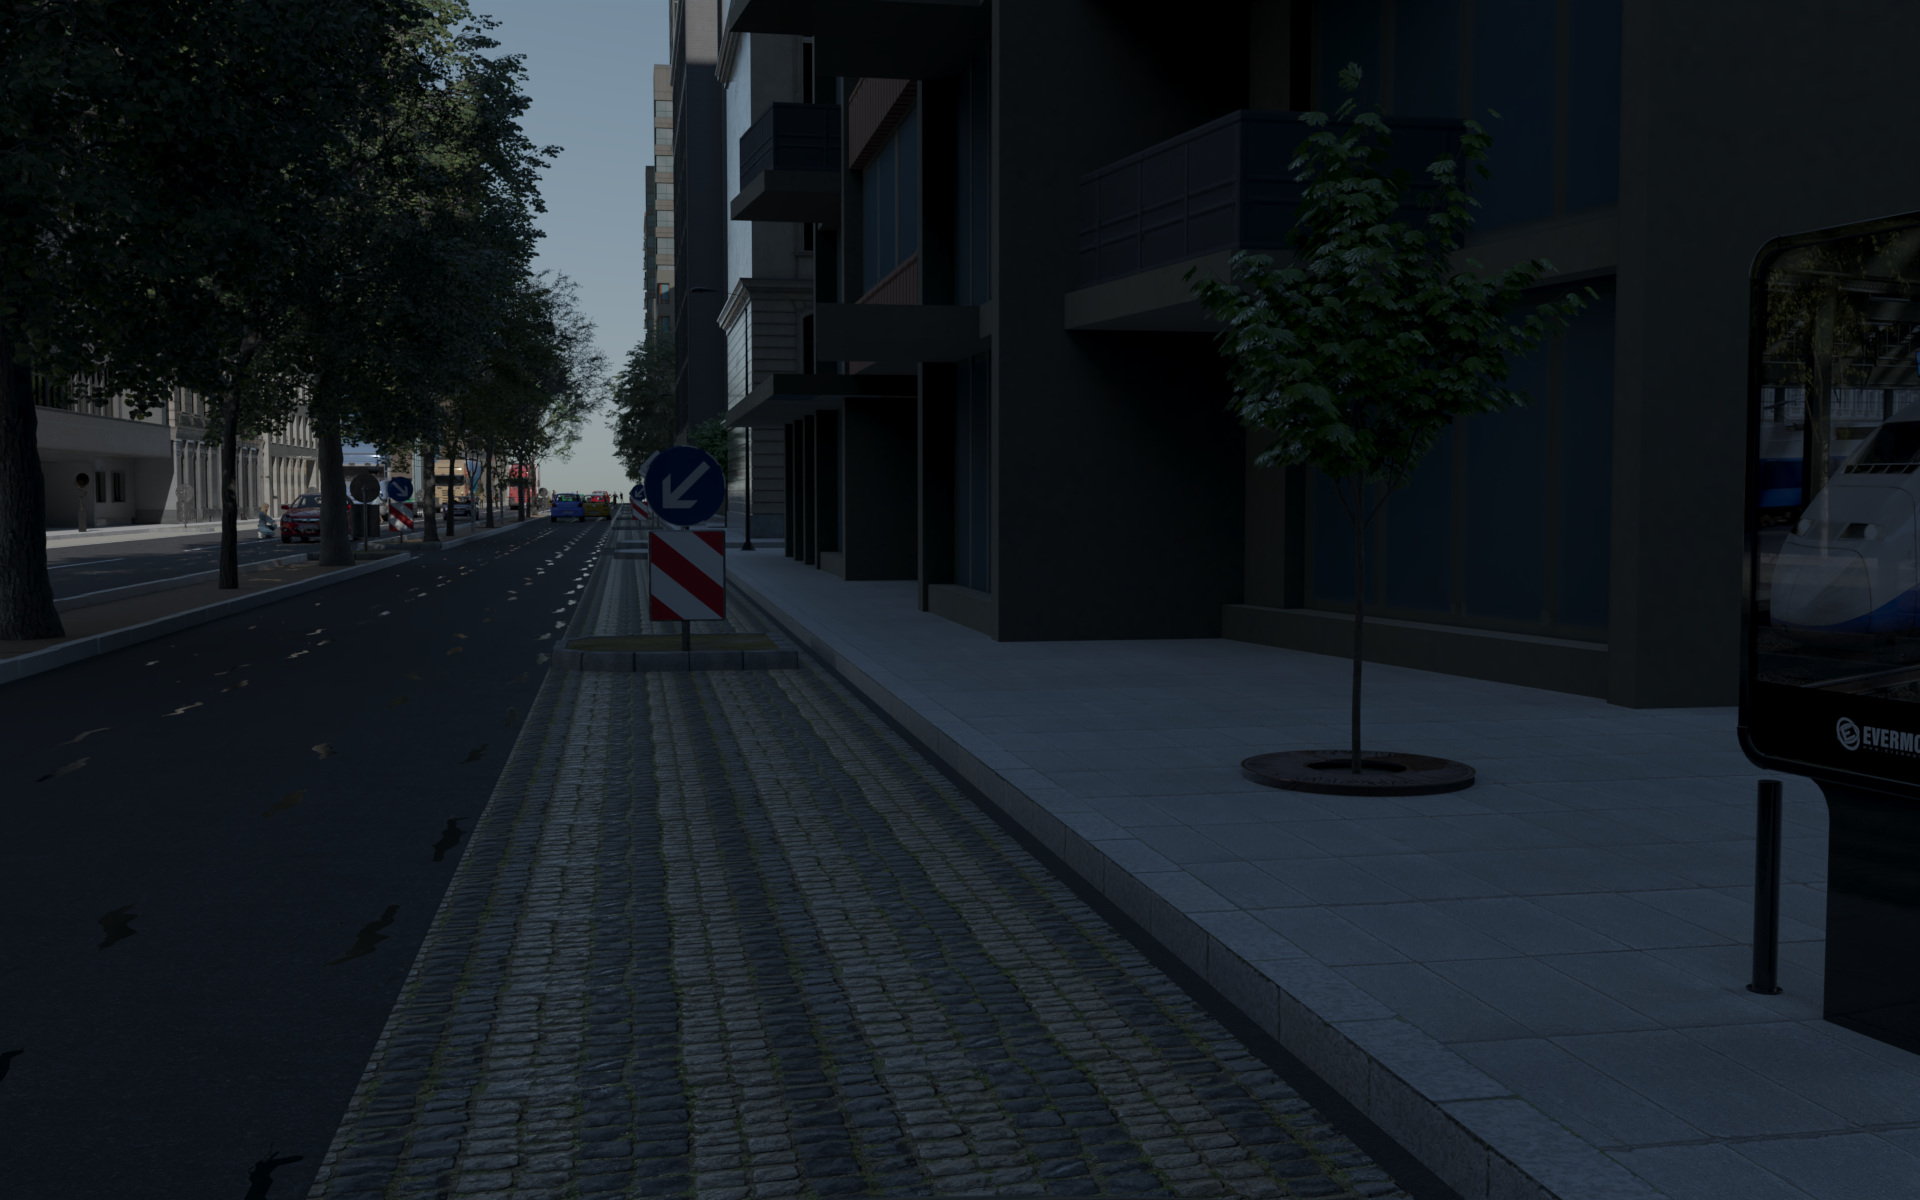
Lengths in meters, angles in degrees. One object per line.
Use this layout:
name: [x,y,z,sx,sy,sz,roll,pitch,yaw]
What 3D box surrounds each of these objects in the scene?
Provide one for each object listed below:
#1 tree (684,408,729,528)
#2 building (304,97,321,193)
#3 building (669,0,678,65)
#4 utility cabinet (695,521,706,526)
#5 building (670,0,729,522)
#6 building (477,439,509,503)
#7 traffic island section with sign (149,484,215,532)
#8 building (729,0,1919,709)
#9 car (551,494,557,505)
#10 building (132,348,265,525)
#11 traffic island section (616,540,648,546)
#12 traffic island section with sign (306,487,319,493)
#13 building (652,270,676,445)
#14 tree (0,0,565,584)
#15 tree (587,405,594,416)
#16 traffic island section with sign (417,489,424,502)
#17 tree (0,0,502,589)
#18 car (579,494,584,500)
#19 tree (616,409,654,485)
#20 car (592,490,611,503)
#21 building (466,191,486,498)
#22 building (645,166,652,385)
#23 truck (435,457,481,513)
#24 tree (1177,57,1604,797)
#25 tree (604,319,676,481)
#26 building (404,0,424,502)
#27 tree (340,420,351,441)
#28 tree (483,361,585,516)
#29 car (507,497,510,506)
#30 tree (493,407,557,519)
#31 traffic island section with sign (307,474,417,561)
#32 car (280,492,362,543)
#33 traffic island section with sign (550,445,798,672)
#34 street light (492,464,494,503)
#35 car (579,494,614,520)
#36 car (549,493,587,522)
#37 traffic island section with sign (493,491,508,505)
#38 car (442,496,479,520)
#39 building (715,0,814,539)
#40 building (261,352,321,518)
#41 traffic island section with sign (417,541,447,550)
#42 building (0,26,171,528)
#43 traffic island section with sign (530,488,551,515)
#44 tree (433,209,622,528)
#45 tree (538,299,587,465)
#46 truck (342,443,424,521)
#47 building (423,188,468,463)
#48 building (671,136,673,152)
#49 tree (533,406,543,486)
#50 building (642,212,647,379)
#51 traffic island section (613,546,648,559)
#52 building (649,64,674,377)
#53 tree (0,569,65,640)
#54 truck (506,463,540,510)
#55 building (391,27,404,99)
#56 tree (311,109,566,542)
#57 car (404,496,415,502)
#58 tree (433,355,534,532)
tree: [-9.068,-5.057,66.398,4.285,4.588,4.351,0,3,0]
building: [-59.916,-26.537,125.759,32.217,40.220,23.993,-1,4,-11]
building: [-22.770,-45.755,186.347,20.563,71.187,20.611,-1,4,-11]
utility cabinet: [-10.693,-3.578,69.658,0.306,1.237,1.020,3,5,42]
building: [-7.000,-17.959,87.143,14.314,27.812,24.014,-1,4,-11]
building: [-81.511,-25.010,253.945,27.650,21.520,28.899,-1,4,-11]
traffic island section with sign: [-29.284,-3.465,65.286,1.989,1.847,2.006,-1,4,-11]
building: [8.216,-22.567,23.593,22.147,44.769,28.867,-1,4,-11]
car: [-51.933,-13.099,223.754,1.945,1.707,3.694,-1,4,-11]
building: [-39.314,-14.150,80.505,9.793,20.994,18.267,-1,4,-11]
traffic island section: [-8.303,-1.511,46.984,2.009,0.180,2.903,-1,4,-11]
traffic island section with sign: [-34.386,-5.094,91.909,1.989,1.847,2.006,-1,4,-11]
building: [-12.424,-18.675,150.368,27.650,21.520,28.899,-1,4,-11]
tree: [-12.384,-7.636,33.968,9.857,13.997,8.962,0,3,0]
tree: [-26.384,-10.302,105.310,8.767,10.594,7.601,-1,4,-11]
traffic island section with sign: [-43.756,-8.085,140.815,1.989,1.847,2.006,-1,4,-11]
tree: [-10.952,-5.413,25.373,8.767,10.594,7.601,-1,4,-11]
car: [-25.227,-6.390,113.271,1.959,1.807,4.718,-1,4,-10]
tree: [-35.510,-17.520,203.464,9.611,12.733,9.660,0,3,0]
car: [-37.270,-10.439,179.343,2.281,1.827,5.304,-1,4,-12]
building: [-73.724,-34.899,225.218,22.147,44.769,28.867,-1,4,-11]
building: [-32.511,-32.761,219.229,14.154,41.232,14.086,-1,4,-11]
truck: [-38.779,-8.843,133.488,2.839,4.237,11.283,-1,4,-9]
tree: [1.723,-0.811,7.863,1.663,3.219,1.824,0,3,0]
tree: [-21.550,-13.535,127.954,9.857,13.997,8.962,0,3,0]
building: [-63.100,-52.240,166.799,22.319,86.520,31.000,-1,4,-11]
tree: [-41.857,-9.996,113.789,4.737,8.622,4.395,0,3,0]
tree: [-28.274,-11.384,114.333,9.928,11.665,9.643,0,3,0]
car: [-53.397,-12.209,208.653,2.155,1.783,4.494,-1,4,-11]
tree: [-24.662,-8.849,97.507,4.737,8.622,4.395,0,3,0]
traffic island section with sign: [-13.198,-1.836,38.163,2.006,1.907,1.989,-1,4,-11]
car: [-19.227,-2.639,52.184,2.155,1.783,4.494,-1,4,-10]
traffic island section with sign: [-2.476,-0.378,14.814,1.989,1.847,2.006,-1,4,-11]
street light: [-64.388,-16.410,240.845,1.470,5.913,1.316,-1,4,-11]
car: [-20.261,-5.257,96.179,2.015,1.641,3.980,-1,4,-10]
car: [-20.349,-4.912,89.900,1.945,1.707,3.694,-1,4,-12]
traffic island section with sign: [-59.452,-13.095,222.731,1.989,1.847,2.006,-1,4,-11]
car: [-27.530,-5.077,95.584,1.945,1.354,3.894,-1,4,-12]
building: [9.625,-14.574,57.362,34.723,24.649,14.460,-1,4,-11]
building: [-42.946,-14.858,97.681,10.420,20.320,16.860,-1,4,-11]
traffic island section with sign: [-14.583,-2.282,45.440,2.006,1.907,1.989,-1,4,-11]
building: [-37.160,-14.507,56.250,14.314,24.678,30.058,-1,4,-11]
traffic island section with sign: [-28.737,-6.795,119.238,2.006,1.907,1.989,-1,4,-11]
tree: [-19.673,-9.735,71.990,12.009,13.543,11.850,0,3,0]
tree: [-17.215,-7.406,57.950,8.767,10.594,7.601,-1,4,-11]
truck: [-32.257,-6.544,96.759,2.967,4.110,18.799,-1,4,-11]
building: [-66.156,-33.915,204.614,14.600,45.320,14.200,-1,4,-11]
building: [-10.985,-19.764,110.529,14.401,28.519,23.554,-1,4,-11]
tree: [-21.297,-7.794,80.248,4.360,8.622,3.978,0,3,0]
building: [-36.997,-37.300,264.472,22.147,44.769,28.867,-1,4,-11]
traffic island section: [-6.799,-1.031,39.141,2.009,0.180,2.903,-1,4,-11]
building: [-22.722,-29.728,169.641,14.154,41.232,14.086,-1,4,-11]
tree: [-9.232,-6.576,16.626,9.857,13.997,8.962,0,3,0]
truck: [-39.363,-10.256,156.604,2.839,4.237,11.283,-1,4,-12]
building: [-54.747,-30.357,146.451,14.600,45.320,14.200,-1,4,-11]
tree: [-15.465,-7.943,50.456,7.486,12.596,7.792,0,3,0]
car: [-40.867,-7.212,126.704,1.959,1.807,4.718,-1,4,-13]
tree: [-18.073,-6.802,64.025,4.360,8.622,3.978,0,3,0]
